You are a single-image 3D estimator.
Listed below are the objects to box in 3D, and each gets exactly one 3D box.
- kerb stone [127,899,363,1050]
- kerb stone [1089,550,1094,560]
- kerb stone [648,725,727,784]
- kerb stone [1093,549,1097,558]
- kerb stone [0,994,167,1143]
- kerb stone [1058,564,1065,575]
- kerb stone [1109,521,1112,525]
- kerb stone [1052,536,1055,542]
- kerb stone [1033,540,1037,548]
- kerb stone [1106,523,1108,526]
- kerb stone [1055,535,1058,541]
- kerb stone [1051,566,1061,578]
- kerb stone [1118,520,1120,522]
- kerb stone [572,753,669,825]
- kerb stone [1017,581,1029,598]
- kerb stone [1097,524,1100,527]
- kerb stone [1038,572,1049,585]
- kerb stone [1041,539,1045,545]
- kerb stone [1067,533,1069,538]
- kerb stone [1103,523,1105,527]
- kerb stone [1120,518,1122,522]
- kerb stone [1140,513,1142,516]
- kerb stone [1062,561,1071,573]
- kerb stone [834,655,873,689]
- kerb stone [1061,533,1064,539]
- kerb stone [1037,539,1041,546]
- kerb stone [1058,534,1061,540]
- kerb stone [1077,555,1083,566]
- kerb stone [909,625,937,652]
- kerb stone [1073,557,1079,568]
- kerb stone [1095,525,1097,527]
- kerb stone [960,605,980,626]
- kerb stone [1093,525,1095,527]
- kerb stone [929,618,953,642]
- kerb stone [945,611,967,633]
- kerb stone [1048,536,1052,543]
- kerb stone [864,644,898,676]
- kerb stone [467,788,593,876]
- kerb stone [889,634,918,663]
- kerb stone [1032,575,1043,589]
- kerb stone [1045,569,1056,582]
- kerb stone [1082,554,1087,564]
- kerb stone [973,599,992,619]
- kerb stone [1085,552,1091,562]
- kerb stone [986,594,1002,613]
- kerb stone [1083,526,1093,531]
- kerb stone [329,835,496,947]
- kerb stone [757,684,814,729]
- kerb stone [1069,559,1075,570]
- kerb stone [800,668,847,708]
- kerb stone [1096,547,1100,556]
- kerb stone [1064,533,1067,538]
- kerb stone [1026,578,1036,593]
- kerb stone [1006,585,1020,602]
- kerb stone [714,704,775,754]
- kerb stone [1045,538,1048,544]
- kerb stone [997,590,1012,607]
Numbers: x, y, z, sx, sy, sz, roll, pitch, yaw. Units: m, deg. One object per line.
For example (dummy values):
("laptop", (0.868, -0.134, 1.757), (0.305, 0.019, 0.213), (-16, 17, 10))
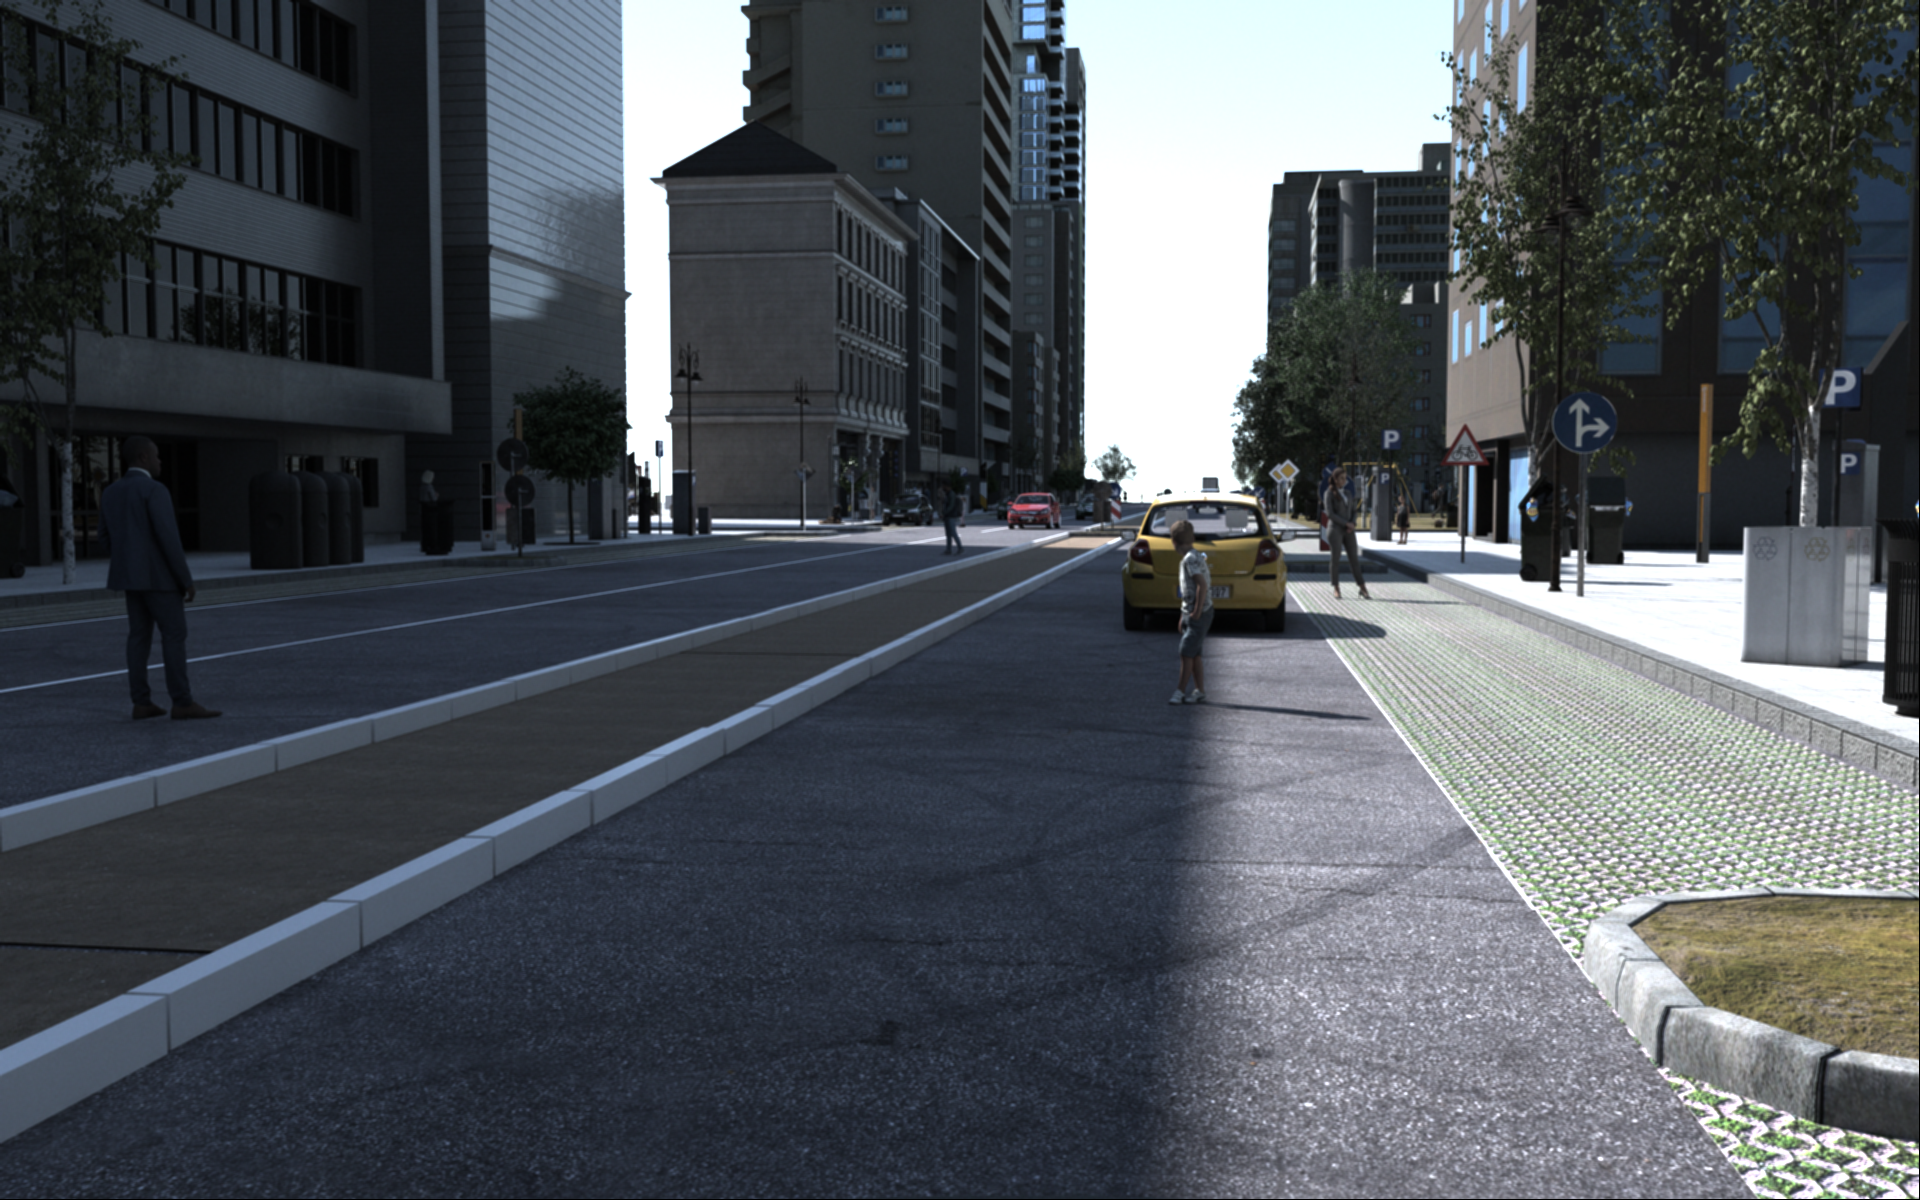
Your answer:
("kerb stone", (-2.019, 1.056, 4.960), (0.120, 0.150, 1.000), (1, 4, 8))
("kerb stone", (2.753, -0.930, 37.400), (0.120, 0.150, 1.000), (1, 4, 8))
("kerb stone", (-1.427, 0.806, 9.015), (0.120, 0.150, 1.000), (1, 4, 8))
("kerb stone", (2.897, -0.992, 38.416), (0.120, 0.150, 1.000), (1, 4, 8))
("kerb stone", (-2.159, 1.116, 3.941), (0.120, 0.150, 1.000), (1, 4, 8))
("kerb stone", (1.698, -0.496, 30.299), (0.120, 0.150, 1.000), (1, 4, 8))
("kerb stone", (6.713, -3.461, 78.848), (0.120, 0.150, 1.000), (1, 4, 8))
("kerb stone", (2.620, -1.757, 50.920), (0.120, 0.150, 1.000), (1, 4, 8))
("kerb stone", (1.873, -1.447, 45.856), (0.120, 0.150, 1.000), (1, 4, 8))
("kerb stone", (6.266, -3.278, 75.808), (0.120, 0.150, 1.000), (1, 4, 8))
("kerb stone", (2.761, -1.819, 51.933), (0.120, 0.150, 1.000), (1, 4, 8))
("kerb stone", (1.558, -0.434, 29.286), (0.120, 0.150, 1.000), (1, 4, 8))
("kerb stone", (7.611, -3.837, 84.926), (0.120, 0.150, 1.000), (1, 4, 8))
("kerb stone", (-1.571, 0.868, 8.003), (0.120, 0.150, 1.000), (1, 4, 8))
("kerb stone", (0.812, -0.123, 24.203), (0.120, 0.150, 1.000), (1, 4, 8))
("kerb stone", (5.525, -2.969, 70.742), (0.120, 0.150, 1.000), (1, 4, 8))
("kerb stone", (1.257, -0.310, 27.256), (0.120, 0.150, 1.000), (1, 4, 8))
("kerb stone", (2.162, -1.571, 47.885), (0.120, 0.150, 1.000), (1, 4, 8))
("kerb stone", (3.358, -2.063, 55.978), (0.120, 0.150, 1.000), (1, 4, 8))
("kerb stone", (5.977, -3.152, 73.785), (0.120, 0.150, 1.000), (1, 4, 8))
("kerb stone", (7.910, -3.961, 86.954), (0.120, 0.150, 1.000), (1, 4, 8))
("kerb stone", (11.337, -5.382, 110.265), (0.120, 0.150, 1.000), (1, 4, 8))
("kerb stone", (1.851, -0.557, 31.309), (0.120, 0.150, 1.000), (1, 4, 8))
("kerb stone", (-0.835, 0.558, 13.073), (0.120, 0.150, 1.000), (1, 4, 8))
("kerb stone", (3.061, -1.941, 53.956), (0.120, 0.150, 1.000), (1, 4, 8))
("kerb stone", (2.020, -1.509, 46.872), (0.120, 0.150, 1.000), (1, 4, 8))
("kerb stone", (2.916, -1.881, 52.943), (0.120, 0.150, 1.000), (1, 4, 8))
("kerb stone", (2.298, -0.743, 34.344), (0.120, 0.150, 1.000), (1, 4, 8))
("kerb stone", (-0.380, 0.372, 16.109), (0.120, 0.150, 1.000), (1, 4, 8))
("kerb stone", (2.149, -0.681, 33.332), (0.120, 0.150, 1.000), (1, 4, 8))
("kerb stone", (5.226, -2.841, 68.712), (0.120, 0.150, 1.000), (1, 4, 8))
("kerb stone", (0.067, 0.187, 19.144), (0.120, 0.150, 1.000), (1, 4, 8))
("kerb stone", (5.075, -2.777, 67.702), (0.120, 0.150, 1.000), (1, 4, 8))
("kerb stone", (-0.229, 0.310, 17.120), (0.120, 0.150, 1.000), (1, 4, 8))
("kerb stone", (-0.084, 0.252, 18.133), (0.120, 0.150, 1.000), (1, 4, 8))
("kerb stone", (2.468, -1.690, 49.910), (0.120, 0.150, 1.000), (1, 4, 8))
("kerb stone", (-0.673, 0.496, 14.083), (0.120, 0.150, 1.000), (1, 4, 8))
("kerb stone", (-1.728, 0.930, 6.993), (0.120, 0.150, 1.000), (1, 4, 8))
("kerb stone", (-0.529, 0.439, 15.098), (0.120, 0.150, 1.000), (1, 4, 8))
("kerb stone", (1.112, -0.248, 26.244), (0.120, 0.150, 1.000), (1, 4, 8))
("kerb stone", (1.414, -0.372, 28.274), (0.120, 0.150, 1.000), (1, 4, 8))
("kerb stone", (2.440, -0.805, 35.364), (0.120, 0.150, 1.000), (1, 4, 8))
("kerb stone", (0.223, 0.125, 20.154), (0.120, 0.150, 1.000), (1, 4, 8))
("kerb stone", (2.595, -0.868, 36.384), (0.120, 0.150, 1.000), (1, 4, 8))
("kerb stone", (0.366, 0.063, 21.167), (0.120, 0.150, 1.000), (1, 4, 8))
("kerb stone", (4.932, -2.717, 66.685), (0.120, 0.150, 1.000), (1, 4, 8))
("kerb stone", (-1.874, 0.993, 5.972), (0.120, 0.150, 1.000), (1, 4, 8))
("kerb stone", (-1.120, 0.683, 11.036), (0.120, 0.150, 1.000), (1, 4, 8))
("kerb stone", (1.995, -0.619, 32.322), (0.120, 0.150, 1.000), (1, 4, 8))
("kerb stone", (-0.972, 0.620, 12.060), (0.120, 0.150, 1.000), (1, 4, 8))
("kerb stone", (3.038, -1.054, 39.434), (0.120, 0.150, 1.000), (1, 4, 8))
("kerb stone", (3.205, -2.004, 54.967), (0.120, 0.150, 1.000), (1, 4, 8))
("kerb stone", (0.964, -0.185, 25.233), (0.120, 0.150, 1.000), (1, 4, 8))
("kerb stone", (0.659, -0.059, 23.190), (0.120, 0.150, 1.000), (1, 4, 8))
("kerb stone", (-1.271, 0.753, 10.026), (0.120, 0.150, 1.000), (1, 4, 8))
("kerb stone", (2.316, -1.633, 48.896), (0.120, 0.150, 1.000), (1, 4, 8))
("kerb stone", (0.514, 0.001, 22.178), (0.120, 0.150, 1.000), (1, 4, 8))
